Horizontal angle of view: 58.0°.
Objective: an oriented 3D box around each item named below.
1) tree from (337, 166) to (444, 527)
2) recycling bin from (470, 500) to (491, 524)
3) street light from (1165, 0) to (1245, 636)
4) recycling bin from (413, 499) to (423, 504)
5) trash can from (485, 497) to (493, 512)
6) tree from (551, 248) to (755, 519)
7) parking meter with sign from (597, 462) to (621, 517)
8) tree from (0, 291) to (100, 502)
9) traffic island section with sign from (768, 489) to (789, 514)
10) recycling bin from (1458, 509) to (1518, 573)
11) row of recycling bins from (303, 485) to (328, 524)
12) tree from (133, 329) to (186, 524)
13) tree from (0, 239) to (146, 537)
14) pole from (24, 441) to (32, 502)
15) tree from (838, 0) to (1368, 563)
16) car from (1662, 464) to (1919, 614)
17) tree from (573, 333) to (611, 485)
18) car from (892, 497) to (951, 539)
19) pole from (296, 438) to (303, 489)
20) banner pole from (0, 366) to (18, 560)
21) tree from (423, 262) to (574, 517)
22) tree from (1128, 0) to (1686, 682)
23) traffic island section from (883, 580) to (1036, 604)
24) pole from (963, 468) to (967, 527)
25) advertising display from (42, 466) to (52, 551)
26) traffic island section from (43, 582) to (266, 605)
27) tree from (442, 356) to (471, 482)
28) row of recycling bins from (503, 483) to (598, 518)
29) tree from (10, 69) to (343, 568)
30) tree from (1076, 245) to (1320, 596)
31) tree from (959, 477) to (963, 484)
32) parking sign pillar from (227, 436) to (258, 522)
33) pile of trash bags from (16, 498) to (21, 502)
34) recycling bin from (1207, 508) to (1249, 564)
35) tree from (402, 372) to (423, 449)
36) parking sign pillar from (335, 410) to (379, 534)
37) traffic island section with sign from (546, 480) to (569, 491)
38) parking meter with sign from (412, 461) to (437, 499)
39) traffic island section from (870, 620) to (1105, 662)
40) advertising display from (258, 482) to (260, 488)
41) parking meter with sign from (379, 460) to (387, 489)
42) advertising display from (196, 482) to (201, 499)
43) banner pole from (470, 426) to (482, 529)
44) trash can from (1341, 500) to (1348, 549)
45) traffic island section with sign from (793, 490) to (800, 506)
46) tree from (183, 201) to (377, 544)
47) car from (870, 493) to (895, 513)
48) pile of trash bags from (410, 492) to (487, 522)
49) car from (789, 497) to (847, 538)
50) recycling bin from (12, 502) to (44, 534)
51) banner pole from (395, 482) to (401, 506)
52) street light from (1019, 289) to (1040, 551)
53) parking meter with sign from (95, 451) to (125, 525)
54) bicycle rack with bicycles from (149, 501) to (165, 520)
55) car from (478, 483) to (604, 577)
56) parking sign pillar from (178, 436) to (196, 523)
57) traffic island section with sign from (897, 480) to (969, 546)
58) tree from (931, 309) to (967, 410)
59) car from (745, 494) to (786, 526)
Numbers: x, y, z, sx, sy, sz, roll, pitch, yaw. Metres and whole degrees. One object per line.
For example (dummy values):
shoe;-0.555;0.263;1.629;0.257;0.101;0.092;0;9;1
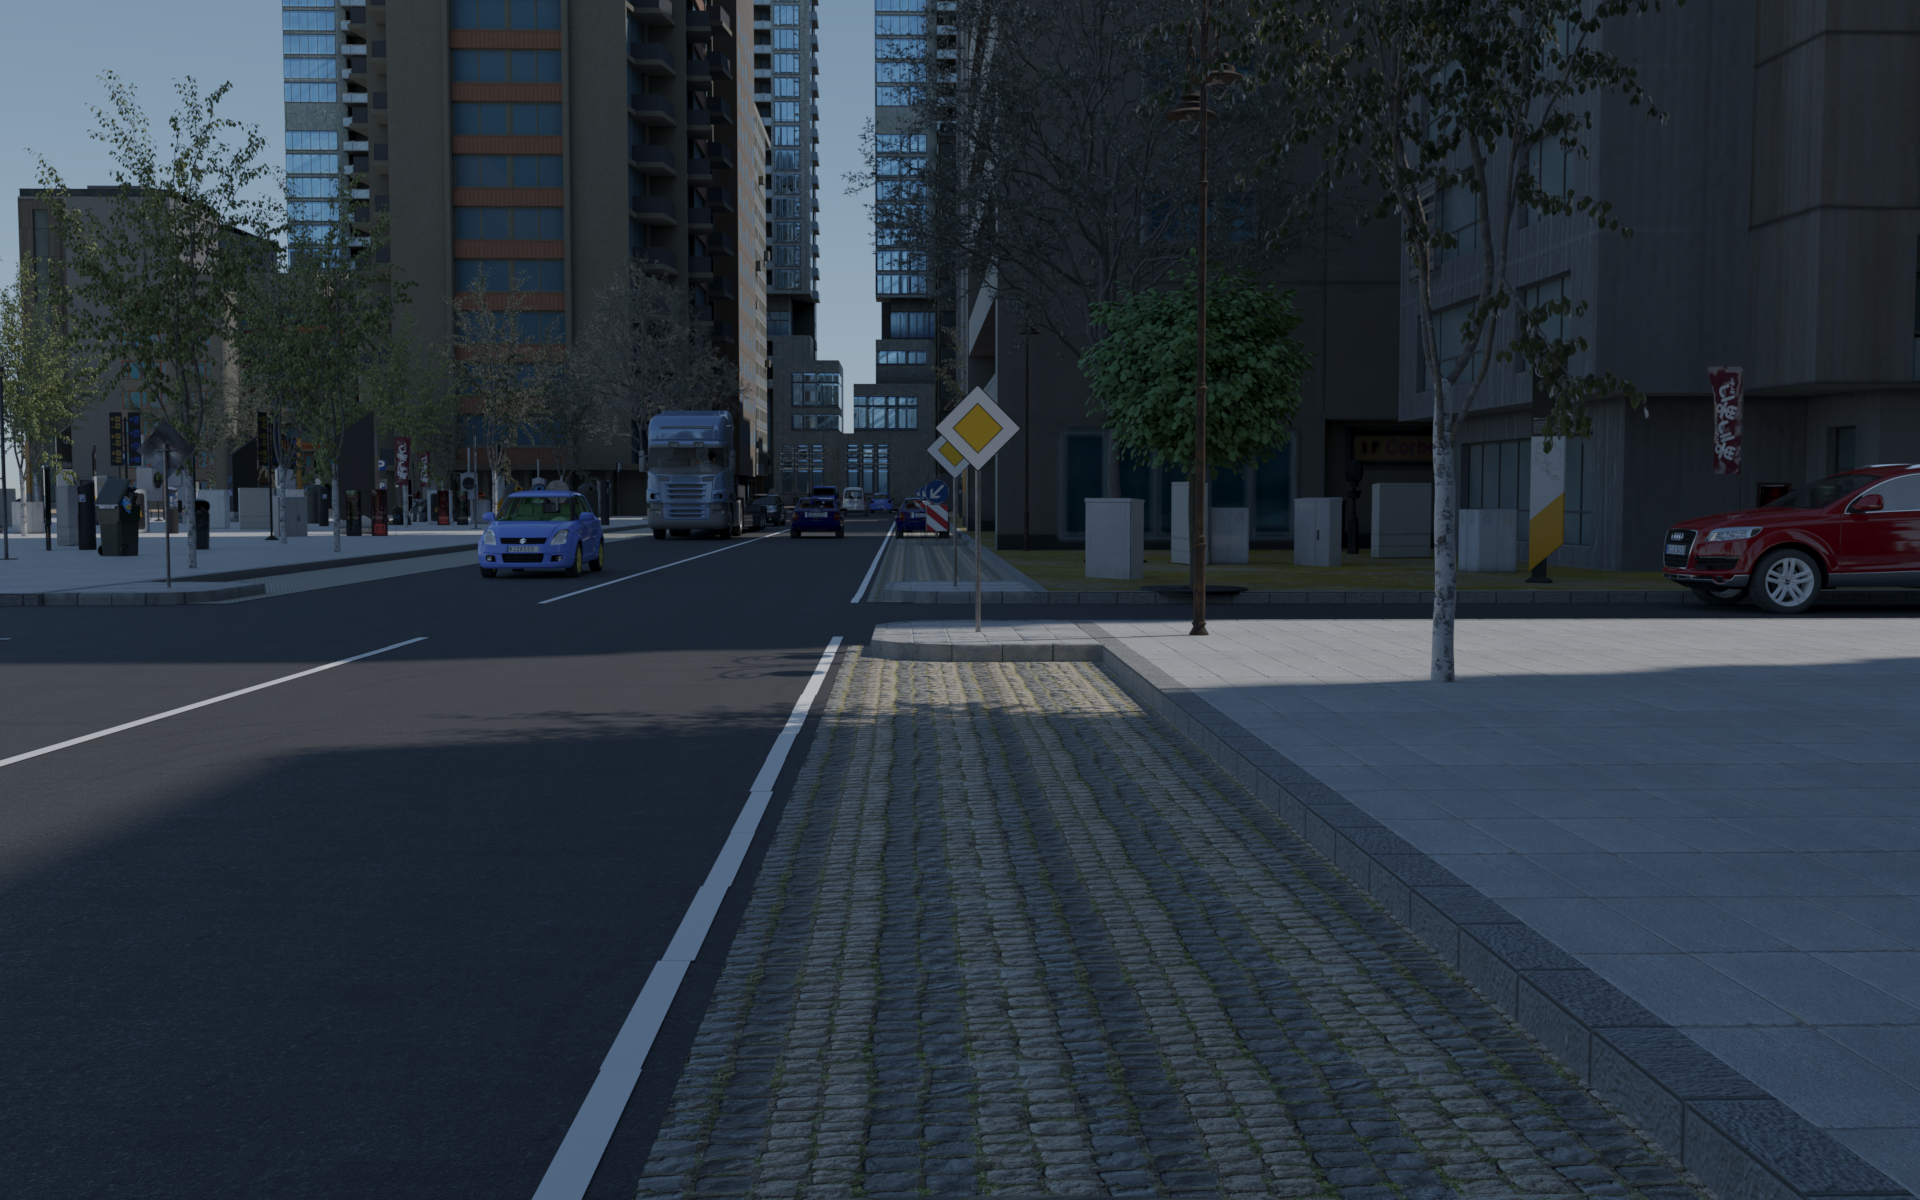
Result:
tree;-14.054;-5.366;38.100;4.737;8.622;4.395;0;3;0
recycling bin;-20.678;-3.801;74.695;0.722;1.027;0.722;0;4;-4
street light;2.175;-2.618;15.589;0.468;5.910;1.993;0;4;-2
recycling bin;-26.253;-4.322;83.219;0.722;1.027;0.722;0;4;-4
trash can;-24.058;-4.723;88.875;0.748;1.137;0.748;0;3;0
tree;-15.725;-10.846;87.709;12.009;13.543;11.850;0;3;0
parking meter with sign;-19.660;-6.081;95.691;1.738;3.016;0.543;0;4;8
tree;-33.379;-6.878;62.812;4.360;8.622;3.978;0;3;0
traffic island section with sign;-13.556;-7.162;125.719;1.989;1.847;2.006;0;4;-2
recycling bin;8.690;-0.977;28.524;0.722;1.027;0.722;-1;4;-8
row of recycling bins;-28.539;-4.247;76.548;1.069;1.692;3.534;-2;4;-28
tree;-33.649;-7.583;74.350;4.360;8.622;3.978;0;3;0
tree;-28.062;-6.218;52.027;4.737;8.622;4.395;0;3;0
pole;-36.023;-4.474;66.997;0.158;3.312;0.155;0;3;0
tree;2.851;-7.454;32.238;12.009;13.543;11.850;0;3;0
car;11.519;-0.790;21.585;5.304;1.827;2.281;0;4;0
tree;-17.068;-7.582;74.334;4.360;8.622;3.978;0;3;0
car;-1.239;-2.658;56.044;1.945;1.354;3.894;0;4;-3
pole;-24.015;-4.230;63.010;0.158;3.312;0.155;0;3;0
banner pole;-18.941;-2.683;33.890;0.863;3.779;0.401;0;4;4
tree;-14.837;-6.458;55.952;4.360;8.622;3.978;0;3;0
tree;3.142;-3.736;11.451;4.360;8.622;3.978;0;3;0
traffic island section;-0.048;-0.111;24.096;2.009;0.180;2.903;0;4;-2
pole;0.208;-4.549;68.224;0.158;3.312;0.155;0;3;0
advertising display;-20.813;-2.096;39.485;0.123;1.923;0.974;-2;4;-30
traffic island section;-10.885;-0.092;23.784;2.009;0.180;2.903;0;4;-2
tree;-21.195;-7.102;66.477;4.737;8.622;4.395;0;3;0
row of recycling bins;-15.501;-3.578;65.613;3.534;1.692;1.069;-1;4;-11
tree;-13.529;-4.851;29.679;4.737;8.622;4.395;0;3;0
tree;3.189;-2.407;23.072;4.285;4.588;4.351;0;3;0
tree;0.639;-6.558;101.830;1.663;3.219;1.824;0;3;0
parking sign pillar;-33.361;-5.631;80.545;1.447;3.967;1.447;2;4;34
pile of trash bags;-53.167;-5.260;95.749;3.447;1.369;1.912;-3;4;-36
recycling bin;4.923;-1.184;31.919;0.722;1.027;0.722;0;4;2
tree;-28.778;-8.914;96.105;4.360;8.622;3.978;0;3;0
parking sign pillar;-19.433;-4.118;55.799;1.447;3.967;1.447;0;4;0
traffic island section with sign;-11.283;-2.432;48.386;1.989;1.847;2.006;0;4;-2
parking meter with sign;-28.446;-5.917;92.999;1.738;3.016;0.543;-1;4;-13
traffic island section;0.186;0.377;16.114;2.009;0.180;2.903;0;4;-2
advertising display;-37.826;-5.381;93.187;0.123;1.923;0.974;0;4;-7
parking meter with sign;-29.312;-5.595;87.743;0.543;3.016;1.738;-1;4;-21
advertising display;-39.998;-5.235;90.808;0.123;1.923;0.974;-3;5;-43
banner pole;-17.699;-4.481;63.276;0.401;3.779;0.863;-1;4;-20
trash can;8.319;-1.661;38.810;0.748;1.137;0.748;0;3;0
traffic island section with sign;-14.351;-8.810;152.663;1.989;1.847;2.006;0;4;-2
tree;-17.261;-5.765;44.613;4.360;8.622;3.978;0;3;0
car;-5.895;-7.400;130.576;1.945;1.707;3.694;0;3;0
pile of trash bags;-23.777;-4.330;80.543;3.447;1.369;1.912;-2;4;-25
car;-4.715;-2.745;57.462;1.945;1.354;3.894;0;4;-3
recycling bin;-30.180;-2.662;56.076;0.722;1.027;0.722;3;5;39
banner pole;-25.147;-5.349;77.474;0.401;3.779;0.863;-2;4;-32
street light;1.502;-4.046;38.932;0.468;5.910;1.993;0;4;-2
parking meter with sign;-34.880;-4.561;70.841;1.738;3.016;0.543;2;4;29
bicycle rack with bicycles;-39.691;-4.368;84.796;2.852;0.926;2.925;-2;4;-31
car;-7.445;-1.305;30.932;1.945;1.707;3.694;0;4;-3
parking sign pillar;-34.791;-5.441;77.432;1.447;3.967;1.447;1;4;16
traffic island section with sign;-0.767;-2.450;48.684;1.989;1.847;2.006;0;4;-2
tree;1.062;-7.029;65.288;4.360;8.622;3.978;0;3;0
car;-8.848;-4.168;77.934;2.009;1.686;4.222;0;4;0
